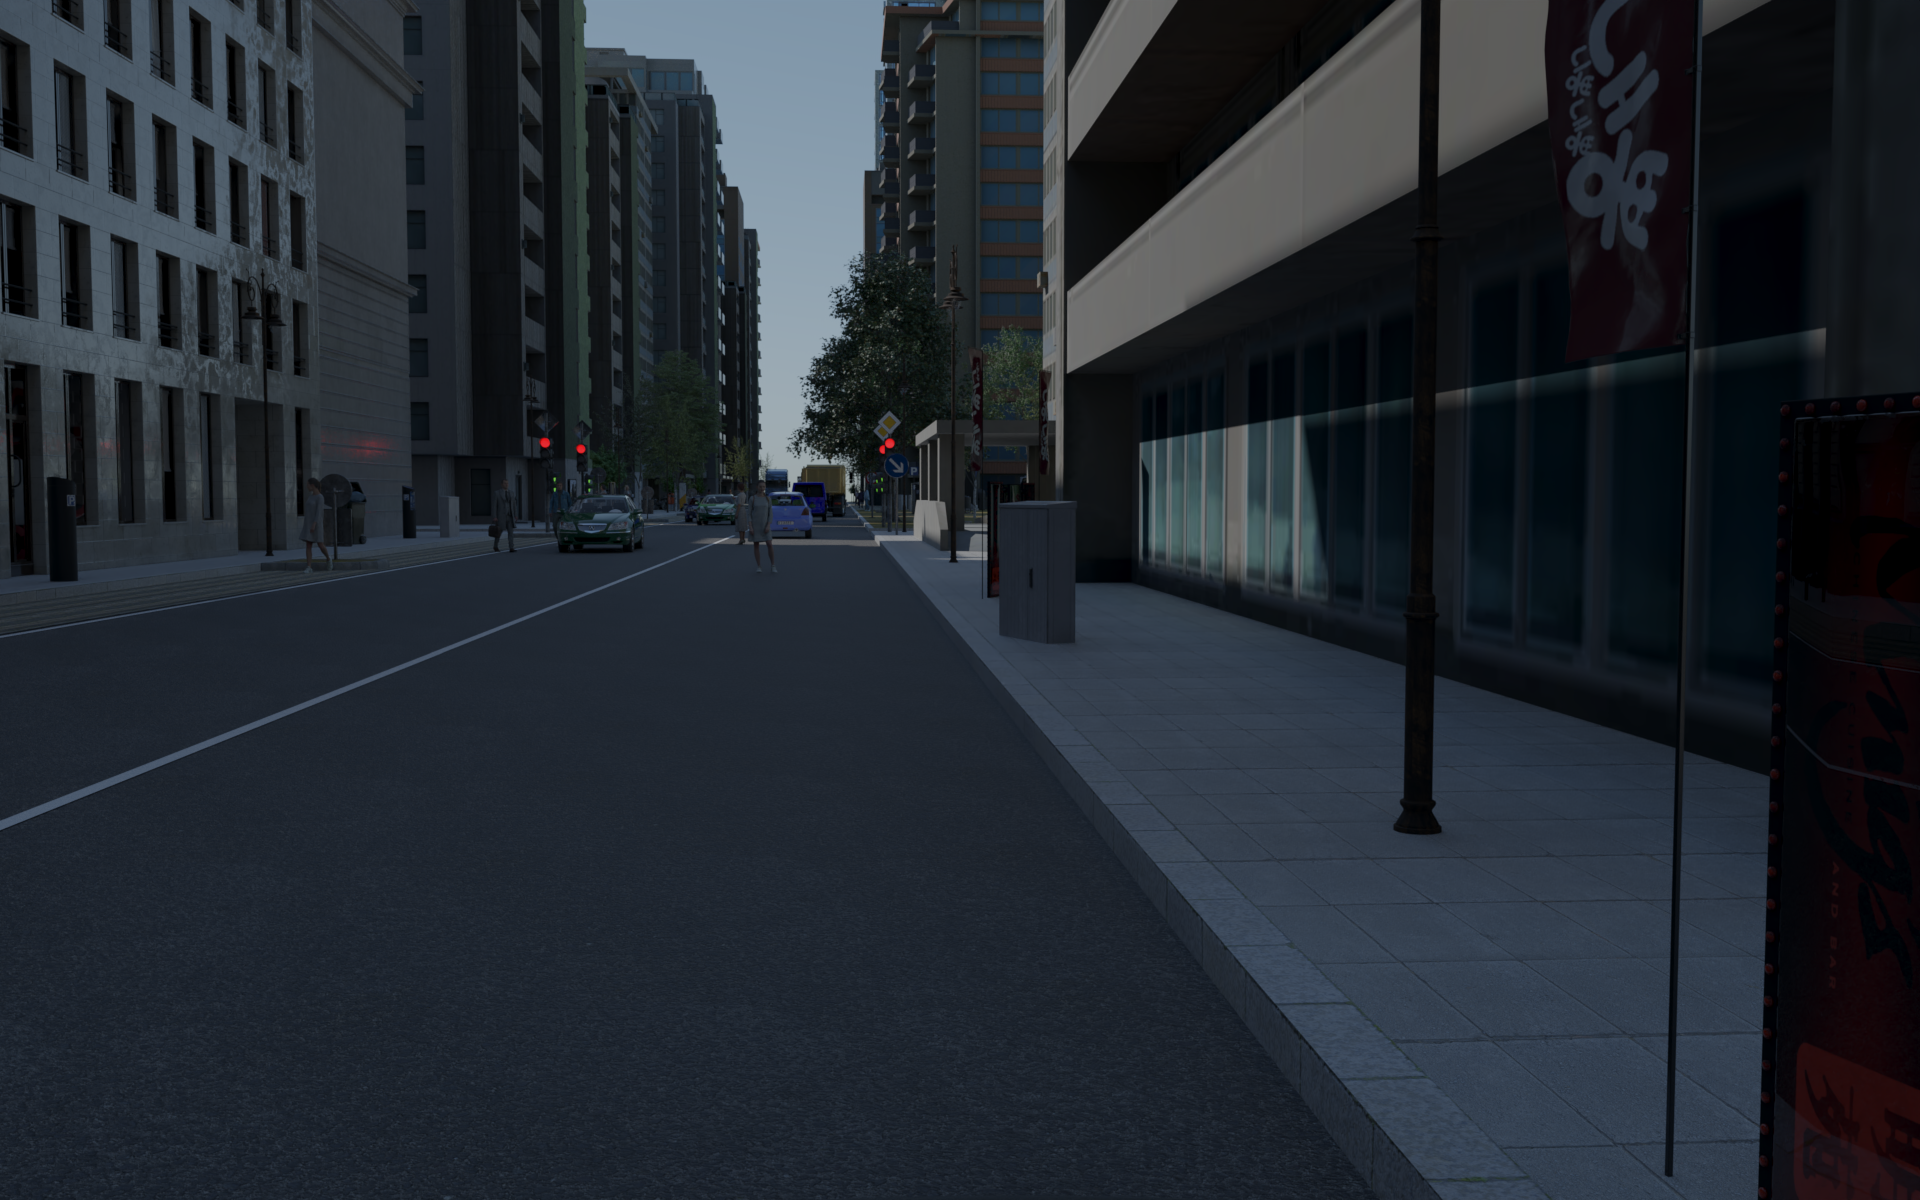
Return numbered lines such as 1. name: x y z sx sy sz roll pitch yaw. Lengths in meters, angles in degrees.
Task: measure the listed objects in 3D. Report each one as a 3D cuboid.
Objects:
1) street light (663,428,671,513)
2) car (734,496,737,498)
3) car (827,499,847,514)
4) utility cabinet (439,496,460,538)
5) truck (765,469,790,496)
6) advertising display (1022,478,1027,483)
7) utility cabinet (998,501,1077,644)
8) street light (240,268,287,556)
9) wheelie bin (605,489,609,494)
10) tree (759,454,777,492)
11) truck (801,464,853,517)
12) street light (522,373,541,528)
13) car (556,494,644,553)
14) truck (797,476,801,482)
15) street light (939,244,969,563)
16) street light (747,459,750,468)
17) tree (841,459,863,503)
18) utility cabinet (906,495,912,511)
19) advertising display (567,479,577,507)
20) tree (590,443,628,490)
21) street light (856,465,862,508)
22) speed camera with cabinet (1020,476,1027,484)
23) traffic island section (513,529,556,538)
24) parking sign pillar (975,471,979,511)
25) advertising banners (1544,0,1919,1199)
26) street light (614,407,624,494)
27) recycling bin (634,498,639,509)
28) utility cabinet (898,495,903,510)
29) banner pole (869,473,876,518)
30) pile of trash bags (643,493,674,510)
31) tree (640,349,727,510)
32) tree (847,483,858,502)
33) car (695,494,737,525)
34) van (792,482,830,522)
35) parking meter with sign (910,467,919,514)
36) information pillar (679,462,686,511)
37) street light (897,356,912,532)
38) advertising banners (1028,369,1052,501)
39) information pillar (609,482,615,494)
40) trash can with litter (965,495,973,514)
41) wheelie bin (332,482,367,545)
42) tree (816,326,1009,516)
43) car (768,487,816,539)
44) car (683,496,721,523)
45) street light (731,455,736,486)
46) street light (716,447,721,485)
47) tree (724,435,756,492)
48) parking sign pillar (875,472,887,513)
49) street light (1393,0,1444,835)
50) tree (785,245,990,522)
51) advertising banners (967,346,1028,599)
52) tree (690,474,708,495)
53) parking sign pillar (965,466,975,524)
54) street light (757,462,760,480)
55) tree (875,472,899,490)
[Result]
1. street light: -20.010 -8.903 118.357 0.468 5.910 1.993 0 4 -4
2. car: -13.307 -5.269 98.731 1.945 1.354 3.894 0 4 -2
3. car: -9.265 -7.169 127.001 2.009 1.686 4.222 0 4 -5
4. utility cabinet: -15.178 -2.469 51.523 0.306 1.237 1.020 0 4 1
5. truck: -20.010 -12.364 191.907 2.967 4.110 18.799 0 4 -4
6. advertising display: 2.936 -3.868 68.456 0.974 1.923 0.123 1 4 15
7. utility cabinet: 0.669 -0.253 15.299 0.306 1.237 1.020 -1 4 -23
8. street light: -14.268 -3.842 35.612 0.468 5.910 1.993 0 4 -4
9. wheelie bin: -22.221 -6.223 109.661 0.980 1.594 0.693 -1 4 -16
10. tree: -33.728 -21.356 299.531 4.360 8.622 3.978 0 3 0
11. truck: -8.691 -7.075 111.601 3.469 3.379 9.791 0 4 -2
12. street light: -16.377 -5.718 66.272 0.468 5.910 1.993 0 4 -4
13. car: -9.090 -1.971 44.031 2.131 1.459 4.920 0 4 -5
14. truck: -24.490 -17.422 273.767 2.839 4.237 11.283 0 4 -5
15. street light: -0.122 -3.638 32.262 0.468 5.910 1.993 0 4 -4
16. street light: -27.431 -15.439 225.216 0.468 5.910 1.993 0 4 -4
17. tree: -13.640 -16.750 224.218 4.360 8.622 3.978 0 3 0
18. utility cabinet: -3.294 -7.162 128.256 1.020 1.237 0.306 -1 4 -20
19. advertising display: -16.449 -4.174 73.466 0.123 1.923 0.974 0 4 3
20. tree: -23.094 -7.849 112.041 4.285 4.588 4.351 0 3 0
21. street light: -11.159 -13.338 190.868 0.468 5.910 1.993 0 4 -4
22. speed camera with cabinet: 3.061 -5.743 88.242 0.660 3.252 2.038 -2 4 -35
23. traffic island section: -13.768 -2.170 57.765 2.009 0.180 2.903 0 4 -4
24. parking sign pillar: 0.702 -8.737 131.314 1.447 3.967 1.447 3 4 38
25. advertising banners: 1.474 -0.396 2.670 0.090 3.025 2.074 -1 4 -15
26. street light: -18.219 -7.323 92.515 0.468 5.910 1.993 0 4 -4
27. recycling bin: -20.630 -5.892 108.881 0.722 1.027 0.722 -3 4 -37
28. utility cabinet: -4.615 -7.855 139.596 0.306 1.237 1.020 2 4 25
29. banner pole: -4.772 -6.306 93.112 0.401 3.779 0.863 -1 4 -19
30. pile of trash bags: -24.039 -7.886 138.694 3.447 1.369 1.912 3 5 40
31. tree: -21.953 -13.341 136.248 7.486 12.596 7.792 0 3 0
32. tree: -18.251 -18.280 293.486 1.663 3.219 1.824 0 3 0
33. car: -11.317 -4.259 81.436 2.131 1.459 4.920 0 4 -3
34. van: -7.947 -5.304 91.103 2.240 2.365 5.245 0 4 -5
35. parking meter with sign: -2.890 -6.968 110.181 0.543 3.016 1.738 0 4 -4
36. information pillar: -20.454 -8.335 127.631 0.504 3.616 0.183 0 4 7
37. street light: -1.872 -5.218 58.106 0.468 5.910 1.993 0 4 -4
38. advertising banners: 0.924 -1.693 23.863 0.090 3.025 2.074 1 4 22
39. information pillar: -21.384 -6.236 106.443 0.304 2.012 0.304 -3 4 -38
40. trash can with litter: -0.244 -6.456 116.619 2.233 1.210 1.678 -2 4 -28
41. wheelie bin: -15.537 -2.212 44.069 0.980 1.594 0.693 1 4 17
42. tree: -4.199 -10.690 100.533 9.928 11.665 9.643 0 3 0
43. car: -5.705 -2.893 56.896 1.945 1.707 3.694 0 4 -5
44. car: -13.126 -4.646 88.547 1.945 1.354 3.894 0 4 -5
45. street light: -25.382 -13.556 194.431 0.468 5.910 1.993 0 4 -4
46. street light: -23.475 -11.976 168.597 0.468 5.910 1.993 0 4 -4
47. tree: -27.255 -16.257 216.170 4.737 8.622 4.395 0 3 0
48. parking sign pillar: -5.139 -8.042 119.964 1.447 3.967 1.447 1 4 13
49. street light: 1.744 -2.057 6.426 0.468 5.910 1.993 0 4 -4
50. tree: -3.300 -9.965 79.937 9.611 12.733 9.660 0 3 0
51. advertising banners: 0.447 -1.550 21.535 0.090 3.025 2.074 1 4 20
52. tree: -21.876 -9.248 145.803 1.663 3.219 1.824 0 3 0
53. parking sign pillar: -0.242 -4.983 69.937 1.447 3.967 1.447 0 4 -1
54. street light: -29.228 -17.035 251.312 0.468 5.910 1.993 0 4 -4
55. tree: -5.478 -7.948 124.549 1.663 3.219 1.824 0 3 0
